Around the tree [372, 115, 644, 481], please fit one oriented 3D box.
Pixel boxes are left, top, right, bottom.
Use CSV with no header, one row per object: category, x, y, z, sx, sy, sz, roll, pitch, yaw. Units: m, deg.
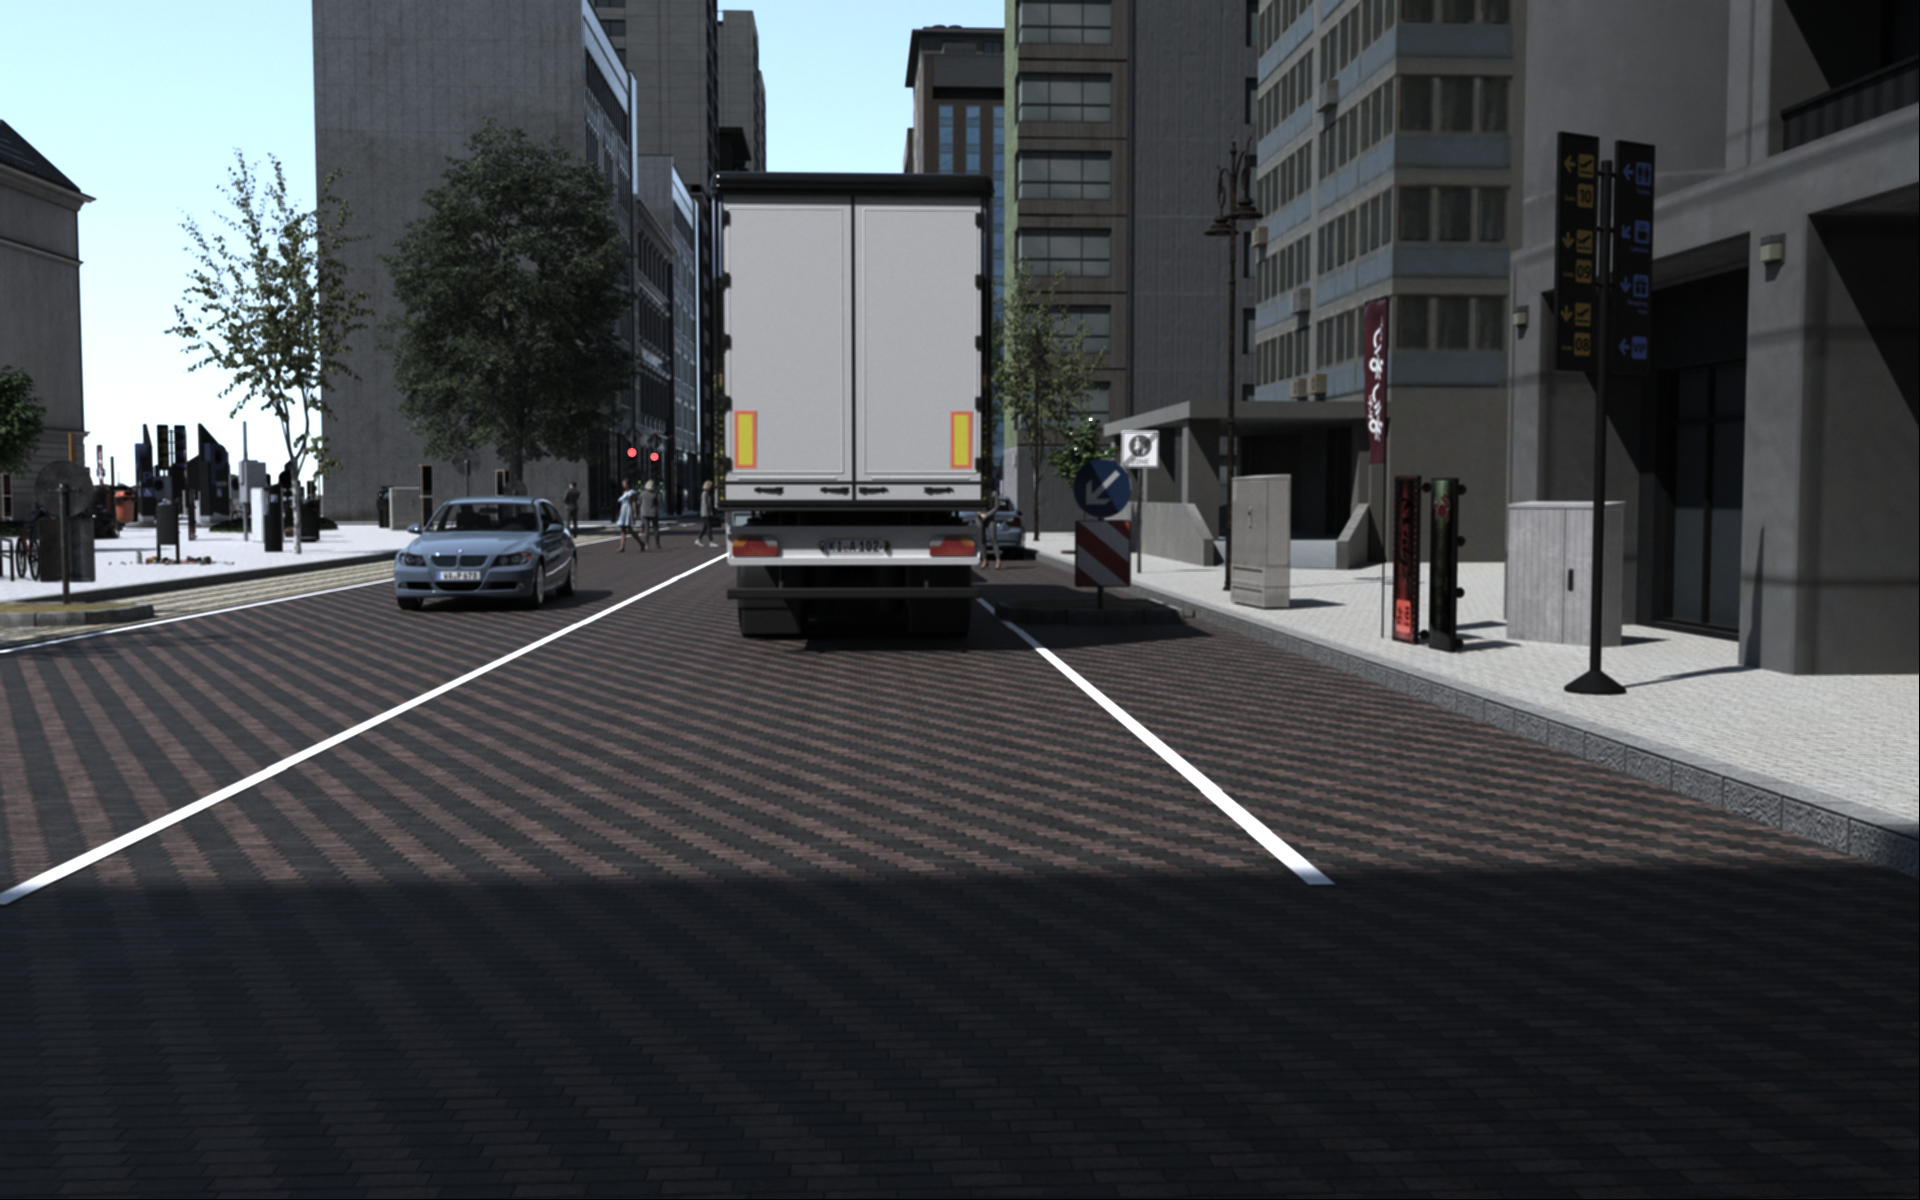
tree,-15.471,-9.397,60.295,9.857,13.997,8.962,0,3,0

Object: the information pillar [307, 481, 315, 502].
information pillar,-35.279,-5.484,94.154,0.304,2.012,0.304,1,4,19

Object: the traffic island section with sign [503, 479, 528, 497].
traffic island section with sign,-11.943,-2.309,46.378,1.989,1.847,2.006,0,4,-3

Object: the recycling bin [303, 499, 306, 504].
recycling bin,-37.332,-5.260,98.551,0.722,1.027,0.722,0,4,3

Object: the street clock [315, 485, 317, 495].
street clock,-53.315,-8.471,143.067,0.358,2.002,0.471,0,4,6

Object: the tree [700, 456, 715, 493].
tree,-20.502,-9.824,144.330,4.285,4.588,4.351,0,3,0

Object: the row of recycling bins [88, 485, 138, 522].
row of recycling bins,-38.411,-4.393,78.933,1.069,1.692,3.534,1,4,11

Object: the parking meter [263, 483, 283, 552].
parking meter,-15.294,-1.844,38.554,0.372,1.533,0.369,0,3,0

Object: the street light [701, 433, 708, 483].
street light,-18.988,-9.526,128.535,0.468,5.910,1.993,0,4,-3

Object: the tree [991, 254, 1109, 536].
tree,2.406,-6.276,52.972,4.737,8.622,4.395,0,3,0

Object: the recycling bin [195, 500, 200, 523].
recycling bin,-30.418,-3.517,70.058,0.722,1.027,0.722,1,4,9

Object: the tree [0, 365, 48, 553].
tree,-21.588,-3.303,37.712,4.285,4.588,4.351,0,3,0

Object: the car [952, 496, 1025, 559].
car,0.469,-1.673,39.349,2.014,1.417,4.499,0,4,-3

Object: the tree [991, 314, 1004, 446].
tree,-0.135,-10.182,92.236,9.928,11.665,9.643,0,3,0

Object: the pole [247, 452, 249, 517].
pole,-34.624,-5.514,84.002,0.158,3.312,0.155,0,3,0

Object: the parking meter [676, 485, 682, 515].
parking meter,-17.211,-6.140,106.097,0.255,1.863,0.399,-2,4,-26

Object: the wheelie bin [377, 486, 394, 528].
wheelie bin,-21.743,-3.543,65.841,0.980,1.594,0.693,2,4,33

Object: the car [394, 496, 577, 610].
car,-6.207,-0.676,23.063,2.014,1.417,4.499,0,4,-4

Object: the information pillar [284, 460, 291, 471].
information pillar,-44.435,-7.541,114.651,0.504,3.616,0.183,-3,4,-36

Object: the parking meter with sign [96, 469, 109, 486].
parking meter with sign,-59.493,-7.597,120.469,0.543,3.016,1.738,-1,4,-12

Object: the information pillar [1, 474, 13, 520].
information pillar,-34.635,-3.576,62.954,0.304,2.012,0.304,-2,4,-35

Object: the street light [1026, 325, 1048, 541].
street light,2.098,-4.565,47.420,0.468,5.910,1.993,0,4,-3

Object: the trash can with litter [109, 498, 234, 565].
trash can with litter,-14.369,-1.269,31.810,2.233,1.210,1.678,2,4,26

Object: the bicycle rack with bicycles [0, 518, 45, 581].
bicycle rack with bicycles,-15.165,-0.769,25.949,2.852,0.926,2.925,-2,4,-32

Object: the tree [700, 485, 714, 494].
tree,-21.281,-9.424,148.688,1.663,3.219,1.824,0,3,0

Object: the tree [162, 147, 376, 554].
tree,-14.313,-5.282,36.730,4.737,8.622,4.395,0,3,0

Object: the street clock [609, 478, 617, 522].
street clock,-15.666,-4.505,78.222,0.358,2.002,0.471,-1,4,-17

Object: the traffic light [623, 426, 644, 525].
traffic light,-13.422,-5.034,71.219,0.839,4.253,0.868,0,4,-3

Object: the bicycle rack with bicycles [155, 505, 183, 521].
bicycle rack with bicycles,-39.181,-4.269,83.184,2.925,0.926,2.852,3,4,36

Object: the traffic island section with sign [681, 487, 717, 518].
traffic island section with sign,-15.353,-5.707,101.938,1.989,1.847,2.006,0,4,-3

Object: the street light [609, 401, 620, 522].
street light,-15.927,-6.538,79.686,0.468,5.910,1.993,0,4,-3

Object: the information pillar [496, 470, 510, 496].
information pillar,-13.926,-2.954,52.783,0.304,2.012,0.304,1,4,16

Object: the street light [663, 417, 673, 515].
street light,-17.563,-8.039,104.223,0.468,5.910,1.993,0,4,-3

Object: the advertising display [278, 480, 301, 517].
advertising display,-30.634,-4.523,79.168,0.974,1.923,0.123,0,4,-4

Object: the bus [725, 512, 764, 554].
bus,-2.647,-2.343,33.166,2.948,3.499,13.247,0,4,-3

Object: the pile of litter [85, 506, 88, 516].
pile of litter,-41.743,-4.259,83.596,1.176,0.858,1.719,1,4,20

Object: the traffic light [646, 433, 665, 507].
traffic light,-13.911,-5.521,79.189,0.839,4.253,0.868,0,4,-3

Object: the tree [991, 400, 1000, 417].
tree,-1.971,-12.241,117.148,9.611,12.733,9.660,0,3,0

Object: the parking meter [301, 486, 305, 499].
parking meter,-50.115,-7.712,131.796,0.399,1.863,0.255,1,4,10

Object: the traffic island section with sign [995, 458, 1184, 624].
traffic island section with sign,1.428,-0.697,20.020,1.989,1.847,2.006,0,4,-3

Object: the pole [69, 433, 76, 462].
pole,-29.838,-3.942,58.289,0.158,3.312,0.155,0,3,0

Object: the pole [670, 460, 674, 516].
pole,-17.137,-6.676,103.004,0.158,3.312,0.155,0,3,0

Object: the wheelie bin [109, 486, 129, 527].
wheelie bin,-32.602,-3.625,67.182,0.980,1.594,0.693,-1,4,-18

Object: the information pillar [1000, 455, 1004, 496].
information pillar,2.529,-6.825,102.938,0.183,3.616,0.504,2,4,26

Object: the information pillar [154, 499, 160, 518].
information pillar,-41.821,-5.232,90.032,0.304,2.012,0.304,0,3,0

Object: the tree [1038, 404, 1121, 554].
tree,2.766,-2.609,37.261,1.663,3.219,1.824,0,3,0

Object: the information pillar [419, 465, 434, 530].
information pillar,-13.360,-2.380,43.402,0.304,2.012,0.304,-2,4,-25

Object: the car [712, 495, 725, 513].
car,-15.951,-6.333,115.548,2.014,1.417,4.499,0,4,-5

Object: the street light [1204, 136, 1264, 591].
street light,3.586,-3.063,22.869,0.468,5.910,1.993,0,4,-3

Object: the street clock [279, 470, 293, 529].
street clock,-20.627,-2.971,53.152,0.471,2.002,0.358,-1,4,-11

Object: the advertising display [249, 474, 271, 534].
advertising display,-22.283,-3.053,55.130,0.974,1.923,0.123,2,4,31

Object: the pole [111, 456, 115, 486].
pole,-45.607,-6.080,93.257,0.158,3.312,0.155,0,3,0

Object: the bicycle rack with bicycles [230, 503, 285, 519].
bicycle rack with bicycles,-28.238,-3.428,69.425,2.925,0.926,2.852,0,4,8

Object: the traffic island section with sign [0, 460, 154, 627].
traffic island section with sign,-10.287,-0.663,19.472,1.989,1.847,2.006,0,4,-3
